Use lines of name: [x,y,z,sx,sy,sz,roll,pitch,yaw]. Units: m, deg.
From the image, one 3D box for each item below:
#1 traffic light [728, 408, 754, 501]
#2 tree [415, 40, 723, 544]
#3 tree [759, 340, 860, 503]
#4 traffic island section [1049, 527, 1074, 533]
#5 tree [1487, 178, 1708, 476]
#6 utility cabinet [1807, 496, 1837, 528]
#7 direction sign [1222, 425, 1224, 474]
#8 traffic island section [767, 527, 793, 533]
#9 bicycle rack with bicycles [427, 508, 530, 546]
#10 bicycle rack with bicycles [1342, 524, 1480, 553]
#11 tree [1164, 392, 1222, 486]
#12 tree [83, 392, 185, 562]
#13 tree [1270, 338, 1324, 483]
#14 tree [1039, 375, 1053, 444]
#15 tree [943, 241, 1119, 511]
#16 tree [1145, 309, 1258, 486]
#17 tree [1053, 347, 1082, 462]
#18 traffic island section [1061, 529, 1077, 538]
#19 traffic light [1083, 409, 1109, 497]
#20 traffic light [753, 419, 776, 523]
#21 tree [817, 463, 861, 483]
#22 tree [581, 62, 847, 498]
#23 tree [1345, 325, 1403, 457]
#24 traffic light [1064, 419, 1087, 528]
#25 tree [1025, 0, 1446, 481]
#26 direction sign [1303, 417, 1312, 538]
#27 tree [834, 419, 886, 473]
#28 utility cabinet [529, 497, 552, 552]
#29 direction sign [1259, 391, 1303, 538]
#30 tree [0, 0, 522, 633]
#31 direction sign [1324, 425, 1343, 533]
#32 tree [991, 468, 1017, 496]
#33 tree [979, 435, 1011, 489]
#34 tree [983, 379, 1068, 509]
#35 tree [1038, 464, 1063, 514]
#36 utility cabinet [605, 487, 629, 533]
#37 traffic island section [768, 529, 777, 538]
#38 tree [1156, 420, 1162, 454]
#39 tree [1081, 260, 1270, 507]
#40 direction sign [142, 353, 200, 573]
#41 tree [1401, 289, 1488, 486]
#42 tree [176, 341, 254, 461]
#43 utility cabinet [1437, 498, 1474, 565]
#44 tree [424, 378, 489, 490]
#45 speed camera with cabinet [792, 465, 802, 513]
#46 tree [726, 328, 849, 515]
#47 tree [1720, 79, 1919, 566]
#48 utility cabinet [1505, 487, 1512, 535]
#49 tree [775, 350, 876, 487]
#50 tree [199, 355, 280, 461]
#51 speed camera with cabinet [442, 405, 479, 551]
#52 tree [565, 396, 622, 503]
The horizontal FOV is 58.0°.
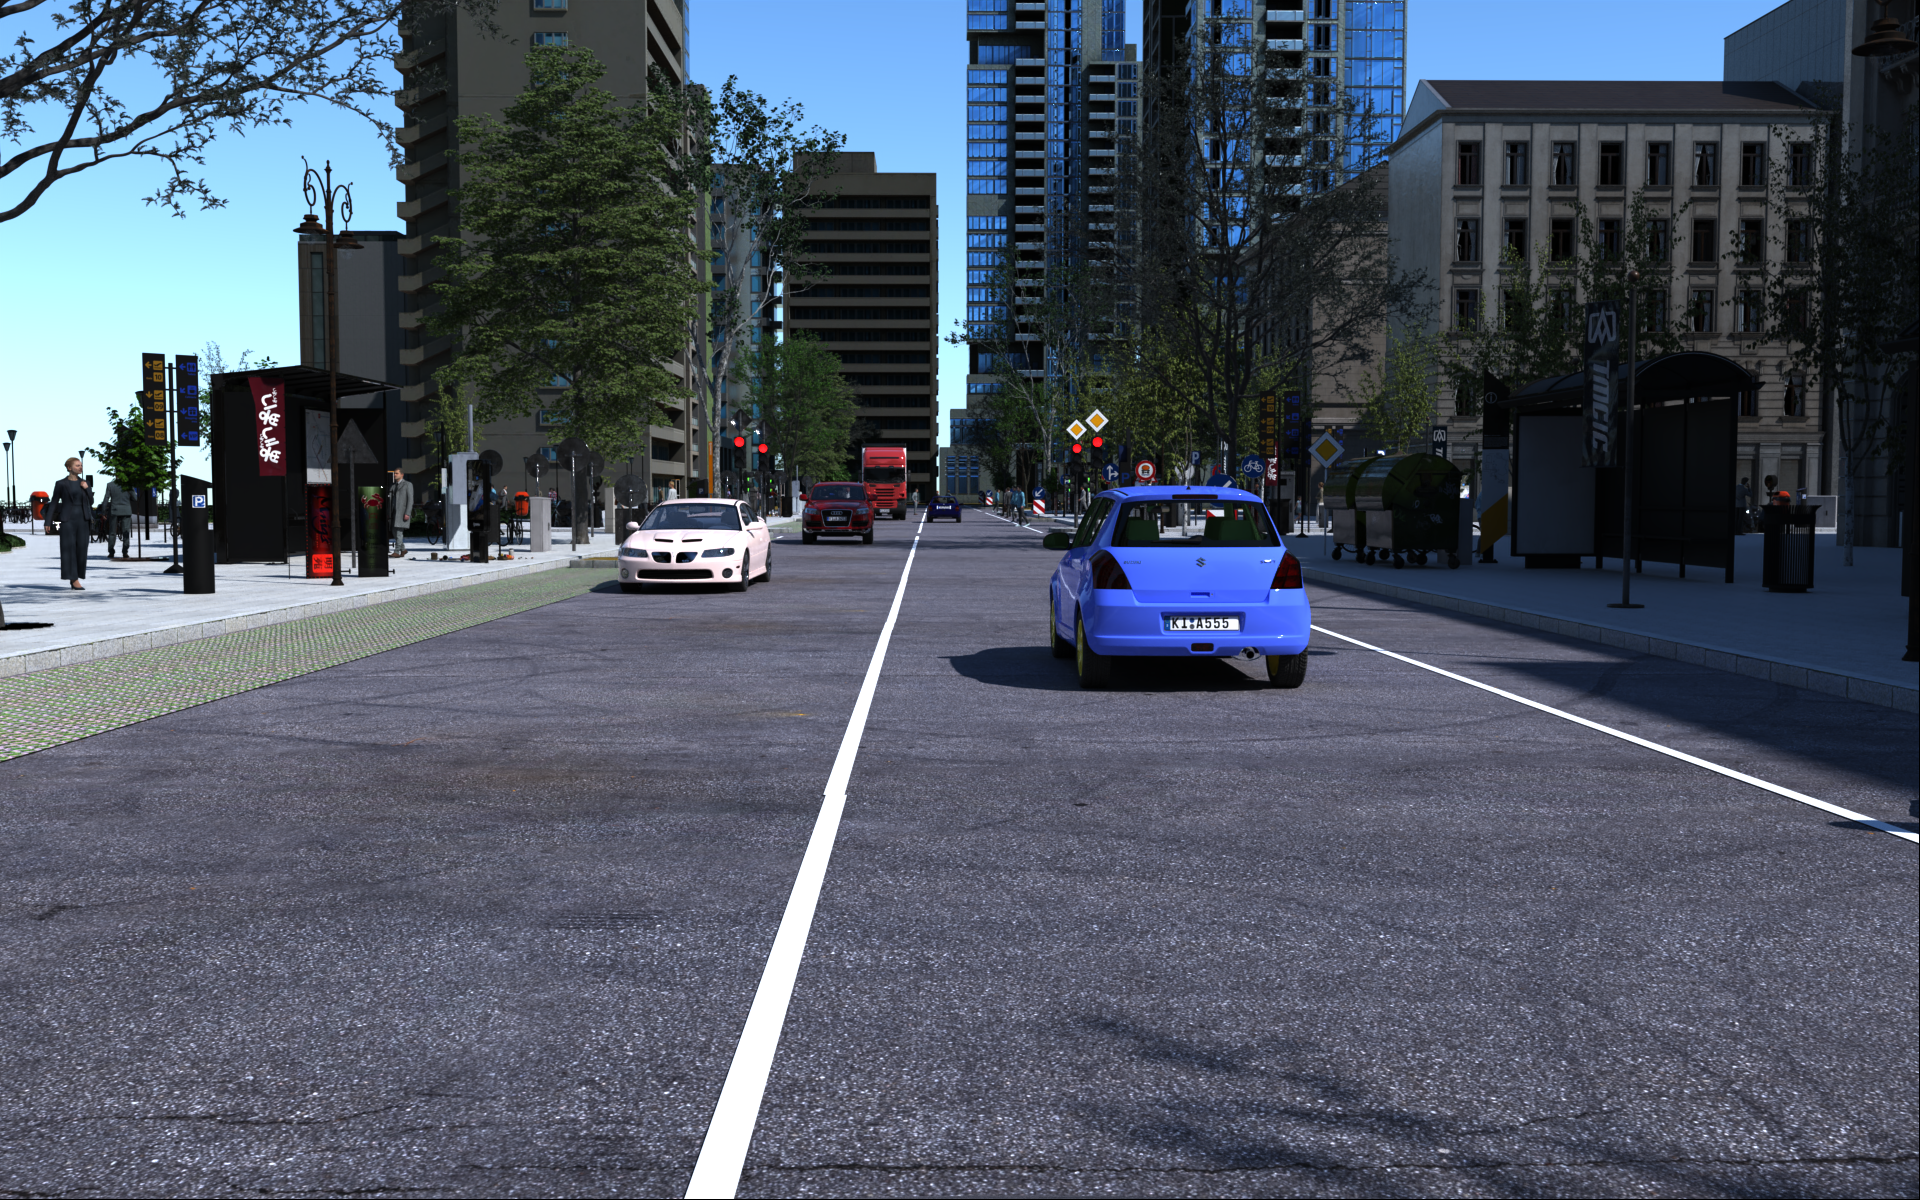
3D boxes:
traffic light: [-7.181,-4.152,56.808,0.839,4.253,0.868,0,4,-1]
tree: [-9.942,-7.729,44.504,7.486,12.596,7.792,0,3,0]
tree: [-11.138,-12.798,127.375,7.486,12.596,7.792,0,3,0]
traffic island section: [4.386,-2.620,65.115,2.009,0.180,2.903,0,4,-1]
tree: [15.635,-5.572,41.463,4.737,8.622,4.395,0,3,0]
utility cabinet: [33.200,-3.399,66.734,1.020,1.237,0.306,2,4,34]
direction sign: [8.728,-4.007,57.511,0.379,3.537,0.876,1,4,9]
traffic island section: [-7.354,-2.608,64.926,2.009,0.180,2.903,0,4,-1]
bicycle rack with bicycles: [-11.756,-1.834,43.370,2.852,0.926,2.925,-3,4,-37]
bicycle rack with bicycles: [10.082,-1.517,38.179,2.925,0.926,2.852,2,4,26]
tree: [16.074,-10.101,115.513,4.360,8.622,3.978,0,3,0]
tree: [-15.691,-2.357,33.134,1.663,3.219,1.824,0,3,0]
tree: [14.075,-8.024,81.559,4.737,8.622,4.395,0,3,0]
tree: [6.197,-8.251,85.273,4.737,8.622,4.395,0,3,0]
tree: [5.630,-16.775,130.168,12.611,20.169,13.585,0,3,0]
tree: [15.055,-11.538,106.781,7.486,12.596,7.792,0,3,0]
tree: [7.373,-7.630,75.118,4.737,8.622,4.395,0,3,0]
traffic island section: [4.518,-2.132,57.131,2.009,0.180,2.903,0,4,-1]
traffic light: [4.478,-4.165,57.017,0.839,4.253,0.868,0,4,-1]
traffic light: [-7.313,-4.640,64.792,0.839,4.253,0.868,0,4,-1]
tree: [-11.562,-10.702,158.696,4.285,4.588,4.351,0,3,0]
tree: [-11.110,-13.470,76.118,12.611,20.169,13.585,0,3,0]
tree: [18.383,-7.465,72.409,4.737,8.622,4.395,0,3,0]
traffic light: [4.346,-4.653,65.001,0.839,4.253,0.868,0,4,-1]
tree: [6.873,-8.177,44.063,12.009,13.543,11.850,0,3,0]
direction sign: [10.092,-3.609,51.003,0.379,3.537,0.876,3,5,42]
tree: [-12.220,-17.240,216.278,8.767,10.594,7.601,1,4,20]
utility cabinet: [-9.352,-1.682,38.664,0.306,1.237,1.020,0,4,-3]
direction sign: [7.008,-2.816,38.031,0.876,3.537,0.379,0,4,8]
tree: [-9.392,-6.457,15.939,12.009,13.543,11.850,0,3,0]
direction sign: [12.310,-3.983,57.120,0.876,3.537,0.379,-3,4,-36]
tree: [5.059,-13.628,206.536,4.285,4.588,4.351,0,3,0]
tree: [4.231,-15.167,198.336,4.737,8.622,4.395,0,3,0]
tree: [5.918,-13.936,153.613,9.928,11.665,9.643,0,3,0]
tree: [6.023,-7.134,111.234,1.663,3.219,1.824,0,3,0]
utility cabinet: [-11.282,-2.949,56.888,0.318,1.500,1.173,1,4,14]
traffic island section: [-7.221,-2.120,56.942,2.009,0.180,2.903,0,4,-1]
tree: [16.178,-10.792,126.809,4.360,8.622,3.978,0,3,0]
tree: [6.629,-6.259,52.705,4.737,8.622,4.395,0,3,0]
direction sign: [-12.776,-2.209,28.122,0.379,3.537,0.876,3,5,42]
tree: [15.773,-6.061,49.464,4.737,8.622,4.395,0,3,0]
tree: [-35.055,-8.095,82.722,4.360,8.622,3.978,0,3,0]
utility cabinet: [9.092,-1.262,31.790,0.306,1.237,1.020,0,4,-5]
tree: [-30.307,-9.382,103.754,4.737,8.622,4.395,0,3,0]
speed camera with cabinet: [-11.391,-7.696,120.166,0.660,3.252,2.038,0,4,2]
tree: [-10.799,-11.192,108.747,9.928,11.665,9.643,0,3,0]
tree: [15.705,-4.902,30.510,4.360,8.622,3.978,0,3,0]
utility cabinet: [16.547,-2.707,52.942,1.173,1.500,0.318,-1,4,-18]
tree: [-11.831,-14.040,139.923,12.009,13.543,11.850,0,3,0]
tree: [-16.455,-3.504,41.012,4.285,4.588,4.351,0,3,0]
speed camera with cabinet: [-11.268,-2.729,38.949,0.660,3.252,2.038,-1,4,-23]
tree: [-25.298,-10.352,119.617,4.737,8.622,4.395,0,3,0]
